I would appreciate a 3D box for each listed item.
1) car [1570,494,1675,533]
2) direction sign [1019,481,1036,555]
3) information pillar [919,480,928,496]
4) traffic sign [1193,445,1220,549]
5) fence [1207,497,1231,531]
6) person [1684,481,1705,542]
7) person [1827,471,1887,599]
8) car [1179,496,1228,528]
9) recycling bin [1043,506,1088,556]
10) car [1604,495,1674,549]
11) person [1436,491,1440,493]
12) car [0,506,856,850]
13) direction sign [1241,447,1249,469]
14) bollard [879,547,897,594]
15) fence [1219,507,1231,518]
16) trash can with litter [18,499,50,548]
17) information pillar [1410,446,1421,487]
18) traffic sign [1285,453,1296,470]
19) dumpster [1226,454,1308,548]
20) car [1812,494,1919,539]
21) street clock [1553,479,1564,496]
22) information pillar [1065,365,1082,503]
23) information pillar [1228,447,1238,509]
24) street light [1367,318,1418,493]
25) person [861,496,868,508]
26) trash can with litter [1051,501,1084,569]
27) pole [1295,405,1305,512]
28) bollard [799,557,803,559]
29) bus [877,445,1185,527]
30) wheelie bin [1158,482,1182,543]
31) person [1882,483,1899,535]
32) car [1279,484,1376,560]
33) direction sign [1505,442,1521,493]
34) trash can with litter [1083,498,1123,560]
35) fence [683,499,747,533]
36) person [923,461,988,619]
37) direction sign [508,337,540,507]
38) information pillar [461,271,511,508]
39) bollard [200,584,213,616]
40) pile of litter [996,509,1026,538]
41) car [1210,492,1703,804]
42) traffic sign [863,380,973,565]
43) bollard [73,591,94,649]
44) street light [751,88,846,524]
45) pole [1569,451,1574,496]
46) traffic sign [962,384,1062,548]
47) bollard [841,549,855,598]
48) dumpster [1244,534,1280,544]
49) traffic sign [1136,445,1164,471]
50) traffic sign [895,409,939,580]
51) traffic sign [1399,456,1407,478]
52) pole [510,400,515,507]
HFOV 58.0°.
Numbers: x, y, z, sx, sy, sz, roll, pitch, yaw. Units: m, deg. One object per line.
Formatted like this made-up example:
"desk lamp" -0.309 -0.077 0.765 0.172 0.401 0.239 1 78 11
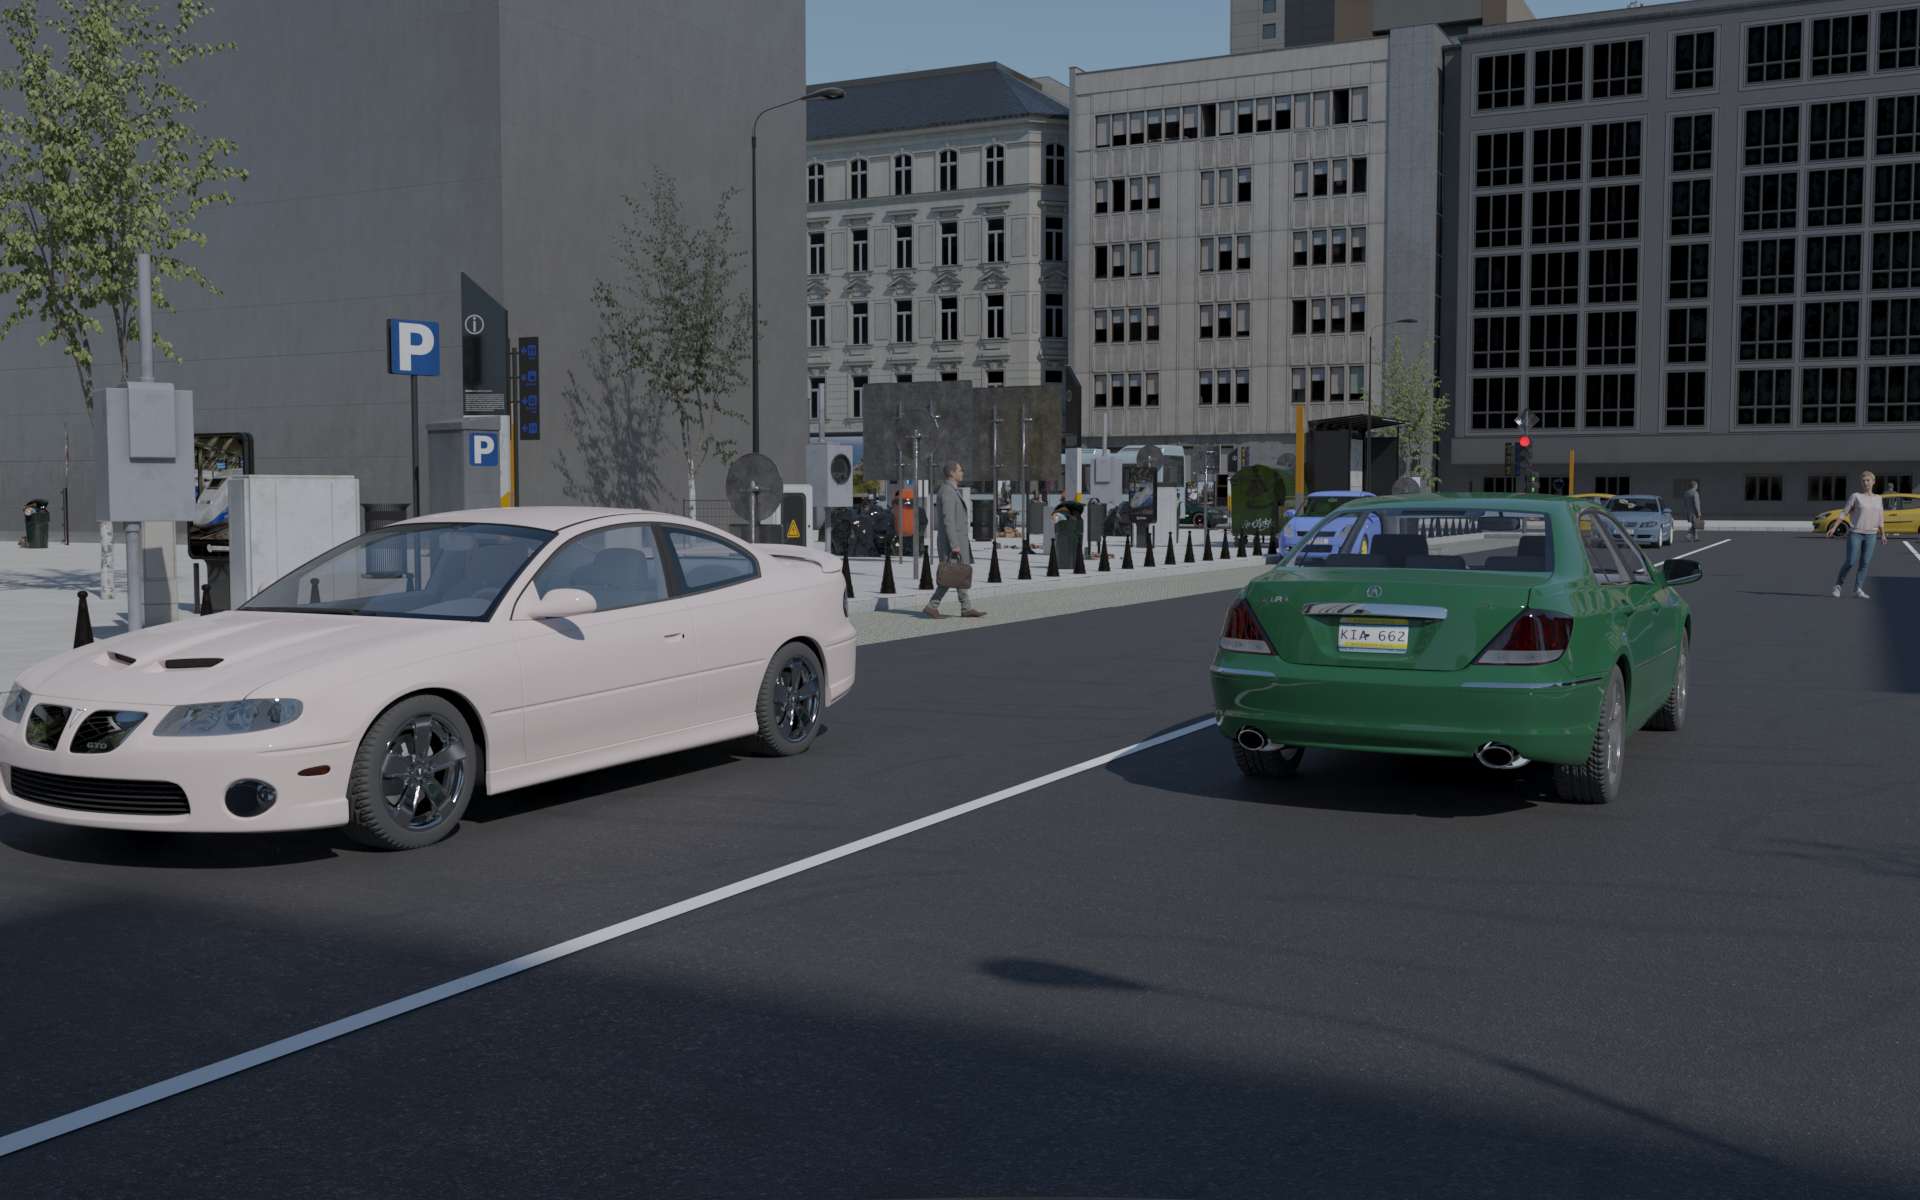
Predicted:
"car" 21.631 -2.898 57.600 3.980 1.641 2.015 2 4 29
"direction sign" 1.440 -2.741 36.815 0.876 3.537 0.379 -2 4 -32
"information pillar" -1.284 -4.070 57.894 0.504 3.616 0.183 -2 4 -25
"traffic sign" 5.118 -2.075 36.057 0.606 2.300 0.079 2 4 32
"fence" 9.137 -3.028 60.714 0.480 1.192 2.264 -1 4 -8
"person" 22.059 -2.655 52.017 0.767 1.812 0.694 -1 4 -12
"person" 12.287 -0.900 23.882 0.731 1.740 0.598 -1 4 -10
"car" 9.350 -3.935 74.125 4.222 1.686 2.009 2 4 26
"recycling bin" 2.227 -1.448 36.233 0.722 1.027 0.722 -3 5 -39
"car" 18.386 -2.158 47.278 2.014 1.417 4.499 2 4 28
"person" 19.680 -3.728 71.665 0.590 1.554 0.614 0 4 -3
"car" -2.308 0.224 8.692 2.083 1.381 4.827 2 4 27
"direction sign" 13.644 -5.561 82.916 0.379 3.537 0.876 2 4 34
"bollard" -0.928 -0.384 22.317 0.229 0.601 0.229 0 3 0
"fence" 12.320 -4.077 82.028 2.069 0.683 0.278 2 4 29
"trash can with litter" -21.976 -1.807 40.937 1.055 1.170 0.624 3 4 38
"information pillar" 22.108 -5.672 84.090 0.504 3.616 0.183 0 4 -7
"traffic sign" 10.125 -3.274 53.633 0.768 2.556 0.104 2 4 34
"dumpster" 7.381 -2.398 41.696 1.502 2.255 1.985 2 4 27
"car" 29.653 -2.784 55.735 3.980 1.641 2.015 2 4 29
"street clock" 29.028 -4.863 84.079 0.471 2.002 0.358 0 4 -2
"information pillar" 2.048 -2.448 31.384 0.183 3.616 0.504 -2 4 -24
"information pillar" 13.557 -5.789 85.999 0.504 3.616 0.183 1 4 12
"street light" 11.435 -4.500 46.109 1.470 5.913 1.316 2 4 27
"person" -3.928 -3.685 72.651 0.340 1.345 0.435 2 4 27
"trash can with litter" 1.785 -1.131 29.874 0.624 1.170 1.055 0 4 -8
"pole" 7.844 -2.823 39.994 0.158 3.312 0.155 0 3 0
"bollard" -1.882 -0.272 20.482 0.229 0.601 0.229 0 3 0
"bus" 2.257 -4.522 68.799 13.247 3.499 2.948 2 4 28
"wheelie bin" 5.338 -2.278 45.150 0.980 1.594 0.693 2 4 35
"person" 32.588 -3.181 60.630 0.434 1.807 0.598 -3 5 -39
"car" 7.782 -1.601 35.761 1.945 1.707 3.694 2 4 26
"direction sign" 24.239 -5.136 75.977 0.379 3.537 0.876 -2 4 -31
"trash can with litter" 2.398 -1.410 34.114 1.678 1.210 2.233 2 4 27
"fence" -4.321 -1.344 33.177 2.264 1.192 0.480 1 4 15
"person" -0.053 -0.686 19.811 0.767 1.812 0.694 0 4 -5
"direction sign" -6.453 -2.030 25.181 0.876 3.537 0.379 2 4 27
"information pillar" -5.005 -1.646 18.272 0.504 3.616 0.183 0 4 4
"bollard" -5.705 0.178 13.124 0.229 0.601 0.229 0 3 0
"pile of litter" 1.309 -2.279 51.230 1.176 0.858 1.719 -1 4 -22
"car" 2.927 0.130 9.674 2.131 1.459 4.920 2 4 28
"traffic sign" -0.798 -2.300 31.471 2.265 3.308 0.079 2 4 28
"bollard" -6.178 0.234 12.212 0.229 0.601 0.229 0 3 0
"street light" -1.939 -2.915 20.209 1.470 5.913 1.316 2 4 27
"pole" 28.636 -5.339 81.133 0.158 3.312 0.155 0 3 0
"traffic sign" 0.930 -2.379 32.775 2.265 3.308 0.079 2 4 35
"bollard" -1.410 -0.327 21.395 0.229 0.601 0.229 0 3 0
"dumpster" 7.977 -2.358 44.310 1.264 1.857 1.865 2 4 27
"traffic sign" 4.886 -2.729 44.721 0.768 2.556 0.104 2 4 28
"traffic sign" -0.662 -1.581 25.950 0.768 2.556 0.104 2 4 31
"traffic sign" 14.437 -3.512 57.527 0.768 2.556 0.104 2 4 32
"pole" -9.773 -2.680 37.667 0.158 3.312 0.155 0 3 0
